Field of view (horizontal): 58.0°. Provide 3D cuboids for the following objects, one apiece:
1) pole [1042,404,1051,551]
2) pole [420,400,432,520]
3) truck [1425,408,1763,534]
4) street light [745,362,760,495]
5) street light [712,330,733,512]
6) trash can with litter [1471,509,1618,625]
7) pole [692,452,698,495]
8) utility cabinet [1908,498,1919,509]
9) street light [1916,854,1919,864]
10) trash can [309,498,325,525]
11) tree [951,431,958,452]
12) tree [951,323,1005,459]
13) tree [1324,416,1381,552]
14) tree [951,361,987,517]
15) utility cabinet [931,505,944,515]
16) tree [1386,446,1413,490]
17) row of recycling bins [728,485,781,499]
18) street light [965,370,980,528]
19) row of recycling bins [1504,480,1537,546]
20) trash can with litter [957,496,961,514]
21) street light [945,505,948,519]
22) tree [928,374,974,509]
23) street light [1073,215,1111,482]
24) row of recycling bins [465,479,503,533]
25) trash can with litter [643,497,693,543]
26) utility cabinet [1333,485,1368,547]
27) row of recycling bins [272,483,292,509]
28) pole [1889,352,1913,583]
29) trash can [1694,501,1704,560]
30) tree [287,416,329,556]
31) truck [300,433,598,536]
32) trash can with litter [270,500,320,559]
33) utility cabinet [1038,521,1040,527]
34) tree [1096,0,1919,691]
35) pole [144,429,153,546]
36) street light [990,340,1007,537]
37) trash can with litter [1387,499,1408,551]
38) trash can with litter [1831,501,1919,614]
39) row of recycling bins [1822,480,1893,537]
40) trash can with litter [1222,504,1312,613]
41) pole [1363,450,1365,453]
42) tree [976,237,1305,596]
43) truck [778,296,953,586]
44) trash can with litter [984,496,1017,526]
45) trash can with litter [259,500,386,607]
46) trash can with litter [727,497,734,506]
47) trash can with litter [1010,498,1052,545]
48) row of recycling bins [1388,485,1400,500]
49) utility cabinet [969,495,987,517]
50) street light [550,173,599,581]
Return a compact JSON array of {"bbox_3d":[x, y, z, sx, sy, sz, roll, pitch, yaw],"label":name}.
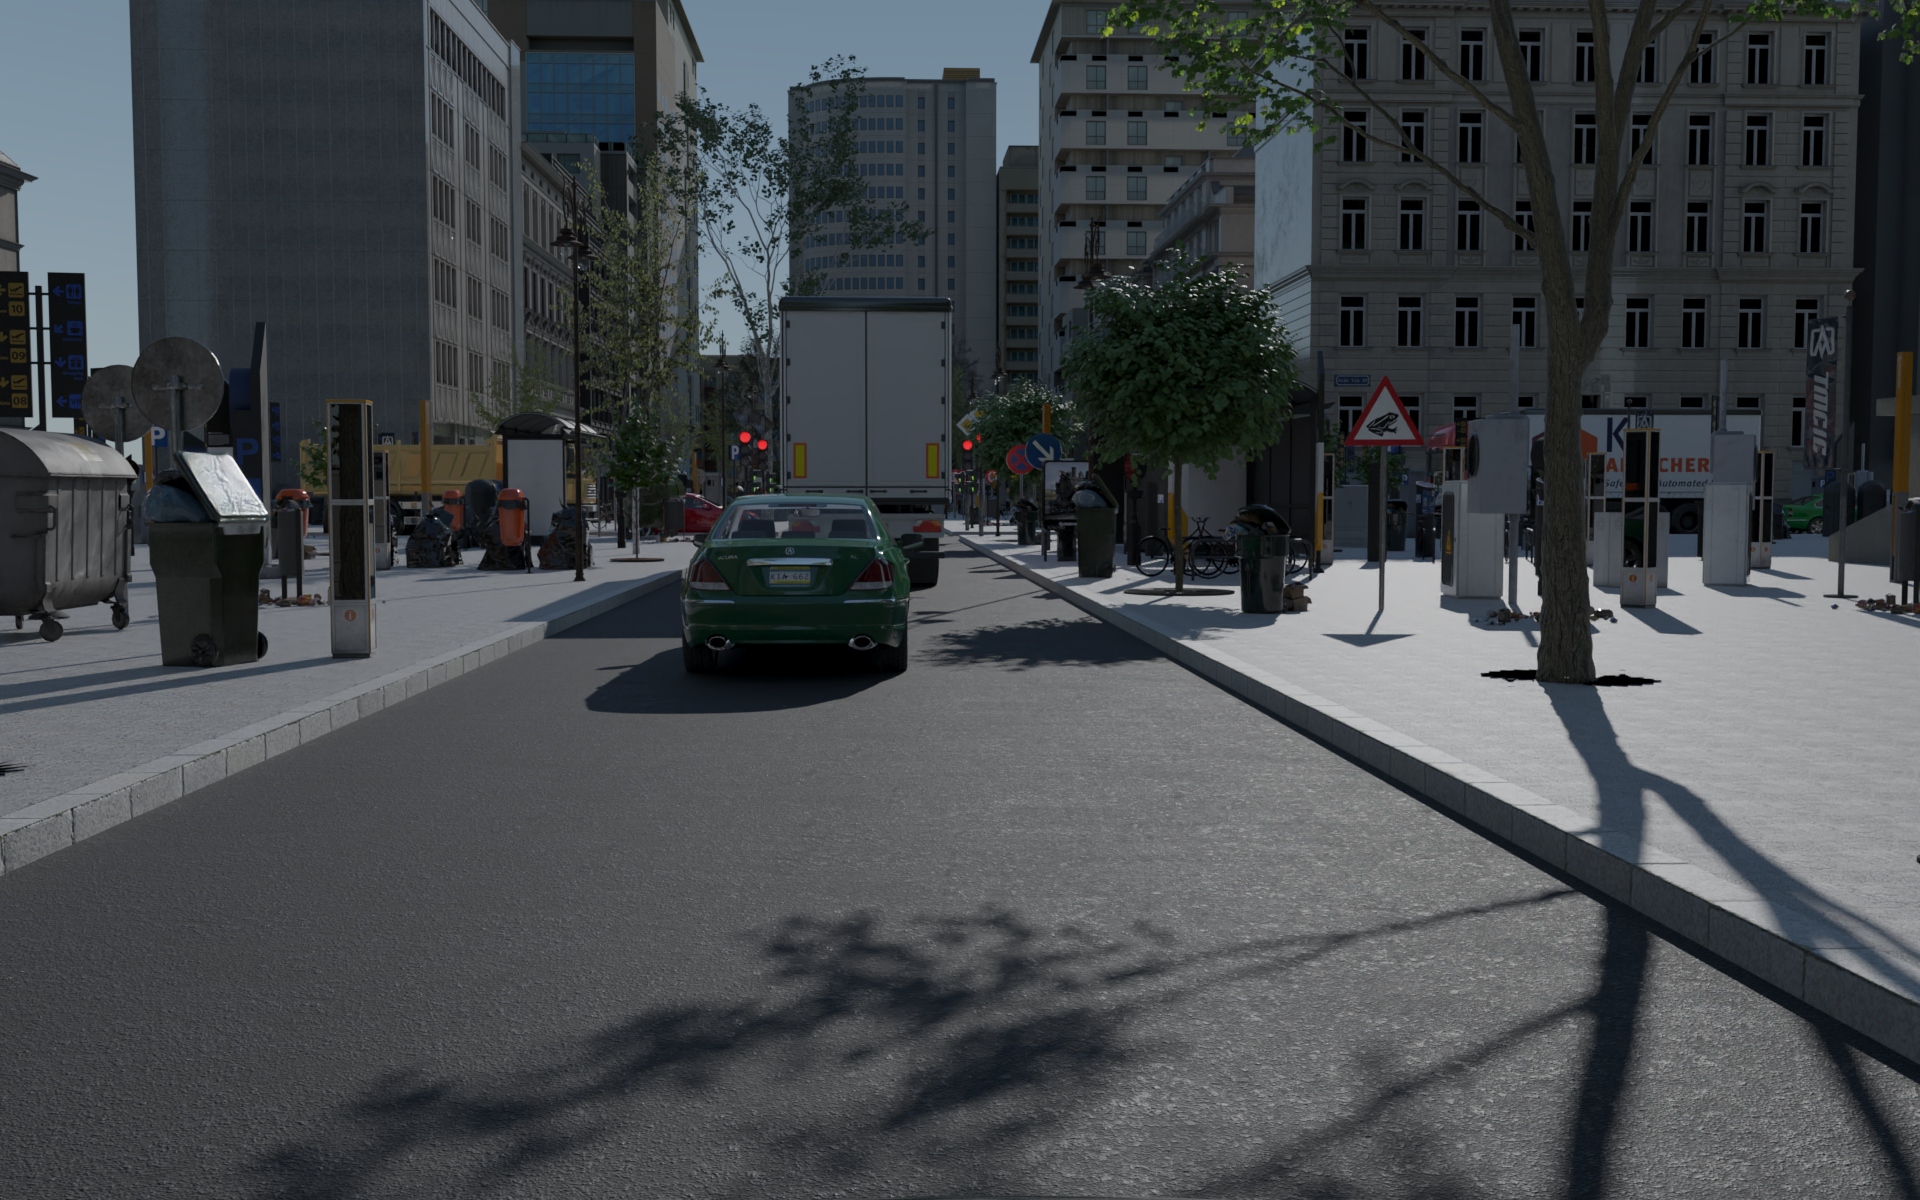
[{"bbox_3d":[1.960,-2.781,39.318,0.158,3.312,0.155,0,3,0],"label":"pole"},{"bbox_3d":[-11.613,-2.682,37.686,0.158,3.312,0.155,0,3,0],"label":"pole"},{"bbox_3d":[20.634,-4.214,57.819,11.283,4.237,2.839,0,4,-2],"label":"truck"},{"bbox_3d":[-7.291,-5.387,60.864,0.468,5.910,1.993,0,4,-3],"label":"street light"},{"bbox_3d":[-6.690,-4.660,48.978,0.468,5.910,1.993,0,4,-3],"label":"street light"},{"bbox_3d":[5.921,-0.409,17.750,2.233,1.210,1.678,-3,4,-38],"label":"trash can with litter"},{"bbox_3d":[-12.928,-5.540,84.420,0.158,3.312,0.155,0,3,0],"label":"pole"},{"bbox_3d":[56.216,-5.539,101.721,0.306,1.237,1.020,-1,4,-22],"label":"utility cabinet"},{"bbox_3d":[3.418,-2.021,5.825,0.468,5.910,1.993,0,4,-3],"label":"street light"},{"bbox_3d":[-26.510,-3.650,71.334,0.748,1.137,0.748,0,3,0],"label":"trash can"},{"bbox_3d":[-2.265,-11.088,131.658,4.360,8.622,3.978,0,3,0],"label":"tree"},{"bbox_3d":[-1.763,-12.851,120.485,12.009,13.543,11.850,0,3,0],"label":"tree"},{"bbox_3d":[8.128,-2.692,38.613,1.663,3.219,1.824,0,3,0],"label":"tree"},{"bbox_3d":[-0.150,-8.842,94.929,4.737,8.622,4.395,0,3,0],"label":"tree"},{"bbox_3d":[-1.358,-5.471,100.614,0.306,1.237,1.020,3,5,41],"label":"utility cabinet"},{"bbox_3d":[10.794,-3.060,44.631,1.663,3.219,1.824,0,3,0],"label":"tree"},{"bbox_3d":[-9.518,-4.555,81.582,3.534,1.692,1.069,2,4,35],"label":"row of recycling bins"},{"bbox_3d":[0.454,-5.627,64.787,0.468,5.910,1.993,0,4,-3],"label":"street light"},{"bbox_3d":[14.435,-2.264,44.130,1.069,1.692,3.534,2,4,25],"label":"row of recycling bins"},{"bbox_3d":[0.172,-5.999,109.471,0.624,1.170,1.055,-1,4,-8],"label":"trash can with litter"},{"bbox_3d":[-0.699,-7.084,88.610,0.468,5.910,1.993,0,4,-3],"label":"street light"},{"bbox_3d":[-2.150,-13.636,141.070,7.486,12.596,7.792,0,3,0],"label":"tree"},{"bbox_3d":[2.200,-3.441,29.048,0.468,5.910,1.993,0,4,-3],"label":"street light"},{"bbox_3d":[-13.298,-2.569,49.114,1.069,1.692,3.534,0,4,-2],"label":"row of recycling bins"},{"bbox_3d":[-7.239,-2.146,46.145,2.233,1.210,1.678,0,4,1],"label":"trash can with litter"},{"bbox_3d":[9.400,-2.021,41.721,0.318,1.500,1.173,-3,5,-40],"label":"utility cabinet"},{"bbox_3d":[-27.533,-3.657,66.904,3.534,1.692,1.069,0,4,-3],"label":"row of recycling bins"},{"bbox_3d":[13.568,-1.903,24.963,0.158,3.312,0.155,0,3,0],"label":"pole"},{"bbox_3d":[14.597,-1.337,33.506,0.748,1.137,0.748,0,3,0],"label":"trash can"},{"bbox_3d":[-12.973,-2.559,36.442,1.663,3.219,1.824,0,3,0],"label":"tree"},{"bbox_3d":[-15.846,-3.652,55.640,9.791,3.379,3.469,0,4,-1],"label":"truck"},{"bbox_3d":[-13.183,-1.401,34.296,1.055,1.170,0.624,1,4,16],"label":"trash can with litter"},{"bbox_3d":[3.368,-3.418,67.053,1.020,1.237,0.306,1,4,9],"label":"utility cabinet"},{"bbox_3d":[4.223,-5.257,11.709,9.928,11.665,9.643,0,3,0],"label":"tree"},{"bbox_3d":[-20.162,-3.011,43.068,0.158,3.312,0.155,0,3,0],"label":"pole"},{"bbox_3d":[1.147,-4.857,52.196,0.468,5.910,1.993,0,4,-3],"label":"street light"},{"bbox_3d":[9.790,-1.699,39.161,0.624,1.170,1.055,1,4,12],"label":"trash can with litter"},{"bbox_3d":[10.557,-0.497,19.176,1.678,1.210,2.233,1,4,16],"label":"trash can with litter"},{"bbox_3d":[27.660,-2.721,51.596,3.534,1.692,1.069,1,4,10],"label":"row of recycling bins"},{"bbox_3d":[3.381,-0.460,18.905,0.624,1.170,1.055,3,5,40],"label":"trash can with litter"},{"bbox_3d":[14.270,-4.107,60.990,0.158,3.312,0.155,0,3,0],"label":"pole"},{"bbox_3d":[2.849,-2.366,22.398,4.285,4.588,4.351,0,3,0],"label":"tree"},{"bbox_3d":[-1.741,-2.527,30.235,2.839,4.237,11.283,0,4,-4],"label":"truck"},{"bbox_3d":[1.681,-3.607,70.026,2.233,1.210,1.678,-3,4,-38],"label":"trash can with litter"},{"bbox_3d":[-7.927,-0.574,20.449,1.678,1.210,2.233,-3,5,-40],"label":"trash can with litter"},{"bbox_3d":[-10.134,-4.056,77.708,1.055,1.170,0.624,3,5,43],"label":"trash can with litter"},{"bbox_3d":[1.808,-1.977,43.712,0.624,1.170,1.055,3,5,45],"label":"trash can with litter"},{"bbox_3d":[16.560,-3.321,61.413,3.534,1.692,1.069,-1,4,-10],"label":"row of recycling bins"},{"bbox_3d":[0.997,-5.331,98.331,1.020,1.237,0.306,1,4,13],"label":"utility cabinet"},{"bbox_3d":[-5.607,-3.215,25.353,0.468,5.910,1.993,0,4,-3],"label":"street light"}]
